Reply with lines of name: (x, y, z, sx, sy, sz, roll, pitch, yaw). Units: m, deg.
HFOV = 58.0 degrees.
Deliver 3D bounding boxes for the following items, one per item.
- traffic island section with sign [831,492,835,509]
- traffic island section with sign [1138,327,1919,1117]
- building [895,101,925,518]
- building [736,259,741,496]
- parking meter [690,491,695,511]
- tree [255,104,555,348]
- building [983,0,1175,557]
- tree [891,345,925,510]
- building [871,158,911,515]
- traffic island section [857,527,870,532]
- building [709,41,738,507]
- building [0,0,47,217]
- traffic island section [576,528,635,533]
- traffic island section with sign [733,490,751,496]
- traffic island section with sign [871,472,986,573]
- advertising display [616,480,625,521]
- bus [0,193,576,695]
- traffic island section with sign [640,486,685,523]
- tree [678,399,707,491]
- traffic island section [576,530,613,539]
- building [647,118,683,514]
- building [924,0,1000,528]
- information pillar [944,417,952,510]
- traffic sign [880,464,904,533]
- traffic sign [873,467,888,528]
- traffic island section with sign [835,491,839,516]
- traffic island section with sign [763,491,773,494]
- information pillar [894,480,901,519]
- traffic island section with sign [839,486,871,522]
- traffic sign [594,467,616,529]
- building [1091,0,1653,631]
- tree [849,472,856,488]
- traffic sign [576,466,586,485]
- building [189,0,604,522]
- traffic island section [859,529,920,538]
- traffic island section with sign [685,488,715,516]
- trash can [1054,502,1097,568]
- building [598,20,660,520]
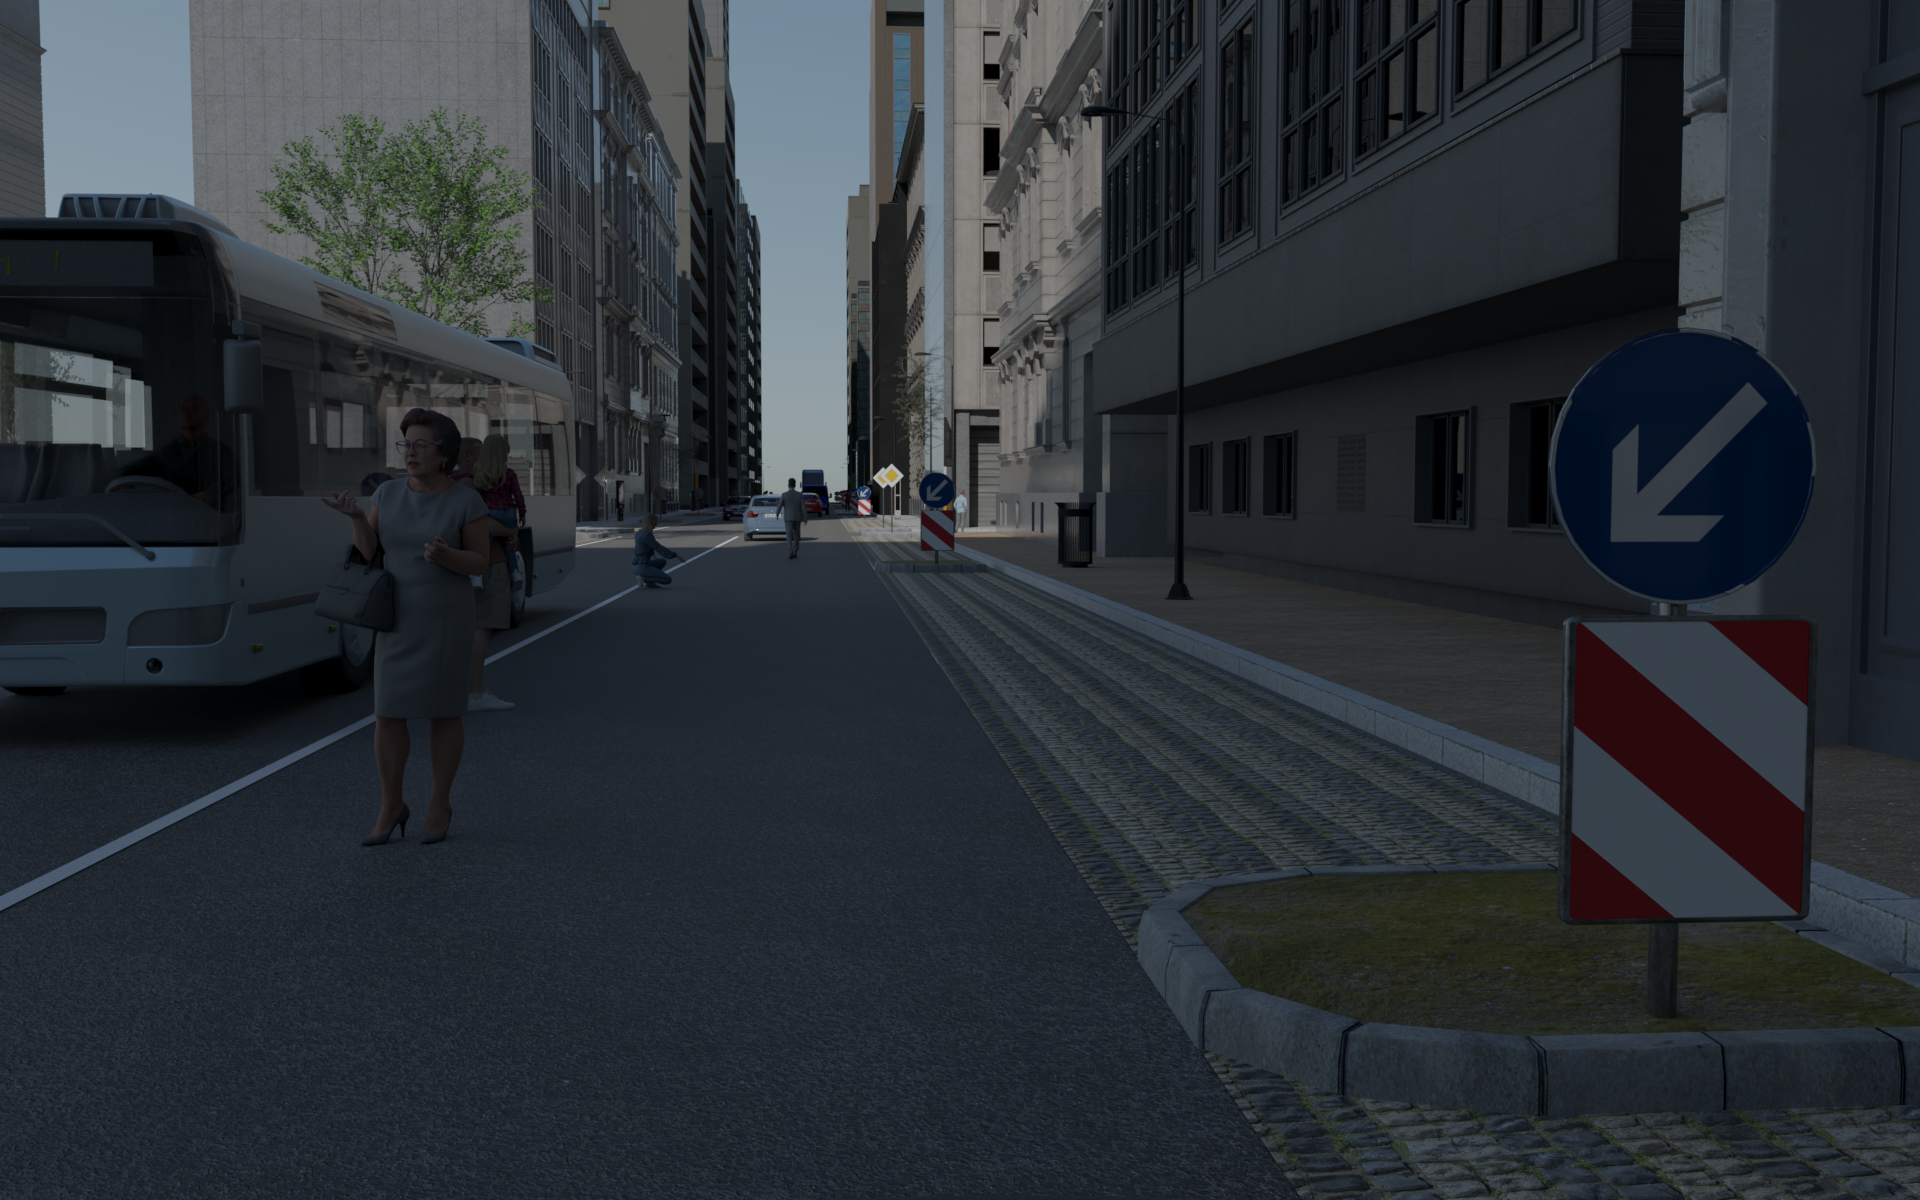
traffic island section with sign: (-11.062, -9.560, 164.929, 1.989, 1.847, 2.006, 0, 4, -5)
traffic island section with sign: (1.571, 0.226, 4.926, 1.989, 1.847, 2.006, 0, 4, -5)
building: (2.431, -16.216, 94.016, 11.050, 23.489, 19.941, 0, 4, -5)
building: (-33.279, -26.412, 203.542, 14.160, 30.474, 14.107, 0, 4, -5)
parking meter: (-20.052, -7.438, 130.018, 0.372, 1.533, 0.369, 0, 3, 0)
tree: (-14.978, -7.428, 47.202, 9.928, 11.665, 9.643, 0, 3, 0)
building: (8.257, -15.801, 45.739, 14.401, 28.519, 23.554, 0, 4, -5)
tree: (-1.419, -7.992, 81.035, 4.360, 8.622, 3.978, 0, 3, 0)
building: (0.694, -17.255, 111.791, 12.332, 23.373, 15.834, 0, 4, -5)
traffic island section: (-2.860, -2.627, 65.237, 2.009, 0.180, 2.903, 0, 4, -5)
building: (-35.072, -34.300, 184.501, 21.300, 48.544, 21.600, 0, 4, -5)
building: (-52.485, -17.626, 65.682, 29.804, 29.767, 11.434, 0, 4, -5)
traffic island section: (-13.219, -2.578, 64.427, 2.009, 0.180, 2.903, 0, 4, -5)
traffic island section with sign: (-21.088, -9.494, 163.858, 1.989, 1.847, 2.006, 0, 4, -5)
traffic island section with sign: (-0.586, -1.446, 32.271, 1.989, 1.847, 2.006, 0, 4, -5)
advertising display: (-16.013, -4.675, 81.642, 0.123, 1.923, 0.974, 0, 4, 5)
bus: (-5.745, -1.246, 15.225, 2.948, 3.499, 13.247, 0, 4, -3)
traffic island section with sign: (-15.012, -4.793, 87.000, 1.989, 1.847, 2.006, 0, 4, -5)
tree: (-21.563, -11.086, 131.623, 4.360, 8.622, 3.978, 0, 3, 0)
traffic island section: (-12.590, -2.091, 56.466, 2.009, 0.180, 2.903, 0, 4, -5)
building: (-26.104, -20.240, 116.827, 13.634, 28.700, 20.117, 0, 4, -5)
building: (8.822, -15.493, 71.329, 19.932, 24.808, 12.078, 0, 4, -5)
information pillar: (-0.381, -3.748, 52.638, 0.183, 3.616, 0.504, 1, 4, 20)
traffic sign: (-2.253, -3.276, 57.198, 0.795, 2.450, 0.064, 0, 4, -5)
traffic sign: (-2.882, -3.762, 65.158, 0.795, 2.450, 0.064, 0, 4, -5)
traffic island section with sign: (-7.104, -6.493, 114.783, 1.989, 1.847, 2.006, 0, 4, -5)
traffic island section with sign: (-29.696, -16.170, 273.009, 1.989, 1.847, 2.006, 0, 4, -5)
information pillar: (-3.157, -5.077, 87.502, 0.304, 2.012, 0.304, 0, 4, -7)
traffic island section with sign: (-4.984, -4.849, 87.911, 1.989, 1.847, 2.006, 0, 4, -5)
traffic sign: (-13.196, -3.714, 64.367, 0.795, 2.450, 0.064, 0, 4, -5)
building: (10.472, -13.968, 21.879, 14.314, 27.812, 24.014, 0, 4, -5)
tree: (-12.756, -14.656, 223.339, 4.285, 4.588, 4.351, 0, 3, 0)
traffic sign: (-12.567, -3.227, 56.407, 0.795, 2.450, 0.064, 0, 4, -5)
building: (-22.426, -15.582, 72.788, 12.078, 24.808, 19.932, 0, 4, -5)
traffic island section: (-2.231, -2.140, 57.277, 2.009, 0.180, 2.903, 0, 4, -5)
traffic island section with sign: (-17.157, -6.453, 114.132, 1.989, 1.847, 2.006, 0, 4, -5)
trash can: (2.015, -1.138, 30.265, 0.748, 1.137, 0.748, 0, 3, 0)
building: (-24.259, -18.771, 94.300, 14.401, 28.519, 23.554, 0, 4, -5)
